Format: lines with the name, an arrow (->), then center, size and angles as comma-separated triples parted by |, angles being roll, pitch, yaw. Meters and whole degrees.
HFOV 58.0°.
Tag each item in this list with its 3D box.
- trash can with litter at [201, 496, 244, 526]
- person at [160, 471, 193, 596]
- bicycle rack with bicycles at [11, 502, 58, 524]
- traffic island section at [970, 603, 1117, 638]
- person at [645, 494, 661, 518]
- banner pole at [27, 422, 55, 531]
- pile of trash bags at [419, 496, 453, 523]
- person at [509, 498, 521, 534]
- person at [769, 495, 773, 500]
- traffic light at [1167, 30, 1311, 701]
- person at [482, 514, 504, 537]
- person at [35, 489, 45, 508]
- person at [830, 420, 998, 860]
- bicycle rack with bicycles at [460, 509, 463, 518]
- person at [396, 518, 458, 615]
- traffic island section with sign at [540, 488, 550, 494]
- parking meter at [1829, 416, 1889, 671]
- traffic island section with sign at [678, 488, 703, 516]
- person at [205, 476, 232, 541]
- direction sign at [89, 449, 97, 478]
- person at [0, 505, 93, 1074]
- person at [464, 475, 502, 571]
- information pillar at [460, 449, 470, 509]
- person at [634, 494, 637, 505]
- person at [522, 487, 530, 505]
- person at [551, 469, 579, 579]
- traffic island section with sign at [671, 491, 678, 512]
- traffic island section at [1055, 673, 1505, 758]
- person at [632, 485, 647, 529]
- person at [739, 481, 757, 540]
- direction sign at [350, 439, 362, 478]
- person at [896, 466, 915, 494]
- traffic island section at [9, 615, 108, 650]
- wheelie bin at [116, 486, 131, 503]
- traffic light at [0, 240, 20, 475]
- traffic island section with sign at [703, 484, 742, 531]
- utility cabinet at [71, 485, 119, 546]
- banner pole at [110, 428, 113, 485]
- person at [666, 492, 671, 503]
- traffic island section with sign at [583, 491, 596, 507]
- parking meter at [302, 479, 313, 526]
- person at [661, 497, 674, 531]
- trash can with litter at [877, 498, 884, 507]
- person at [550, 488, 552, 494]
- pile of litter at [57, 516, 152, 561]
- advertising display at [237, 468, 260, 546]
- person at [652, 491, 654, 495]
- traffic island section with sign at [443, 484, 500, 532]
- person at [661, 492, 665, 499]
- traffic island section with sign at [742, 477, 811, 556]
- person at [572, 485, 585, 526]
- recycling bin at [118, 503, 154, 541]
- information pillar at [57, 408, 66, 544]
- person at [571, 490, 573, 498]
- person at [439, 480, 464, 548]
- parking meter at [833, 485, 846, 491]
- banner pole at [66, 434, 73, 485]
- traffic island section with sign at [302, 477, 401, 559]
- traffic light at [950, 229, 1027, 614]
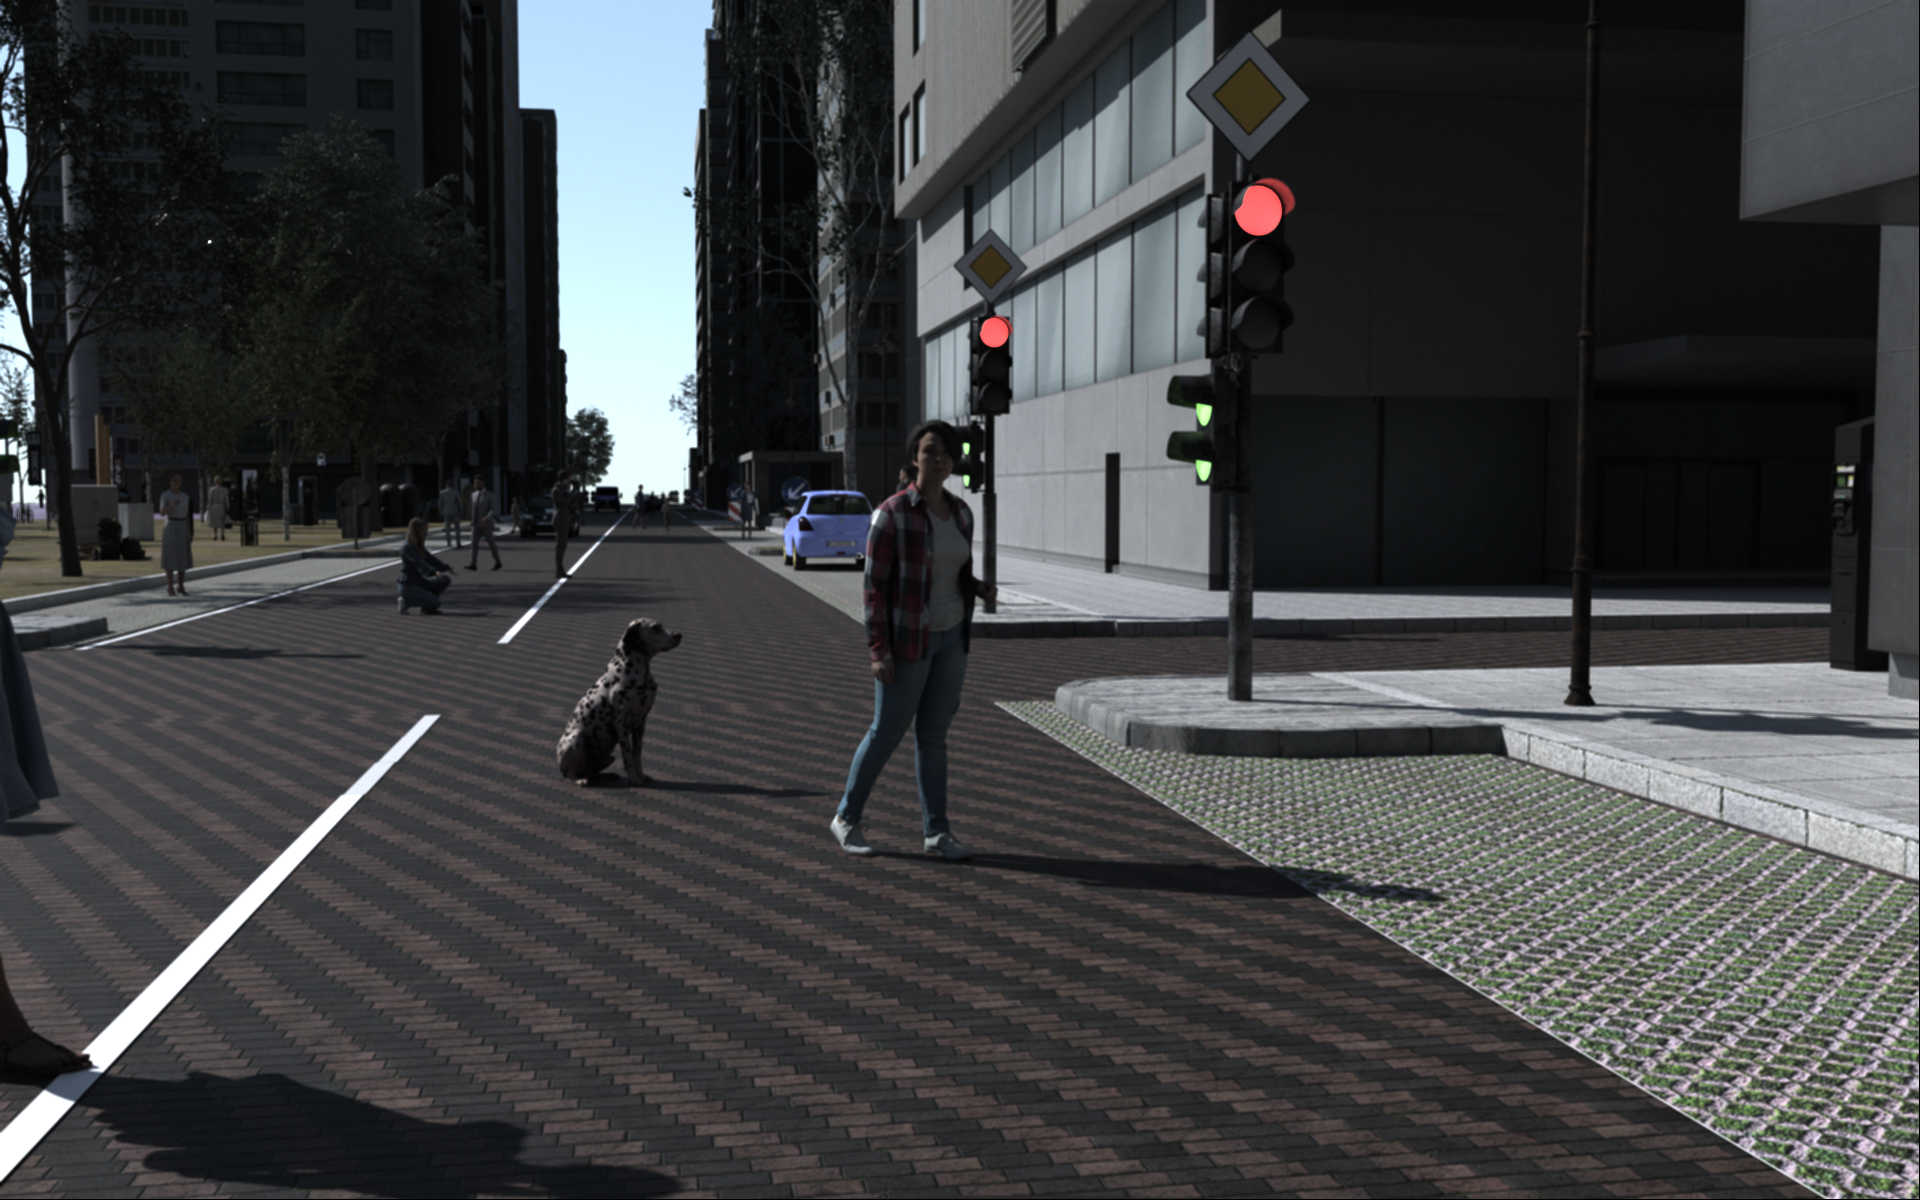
trash can with litter -> -30.063, -3.633, 70.458 | 1.678, 1.210, 2.233 | 2, 4, 26
person -> -10.875, -0.921, 24.121 | 0.524, 1.755, 0.480 | 2, 4, 28
bicycle rack with bicycles -> -40.669, -3.846, 76.263 | 2.852, 0.926, 2.925 | -2, 4, -24
traffic island section -> 0.339, 0.222, 18.654 | 2.009, 0.180, 2.903 | -1, 4, -10
person -> -18.692, -5.717, 105.228 | 1.065, 1.426, 0.557 | -2, 4, -28
banner pole -> -32.132, -4.310, 60.483 | 0.863, 3.779, 0.401 | 0, 4, -5
pile of trash bags -> -23.976, -4.110, 76.953 | 1.912, 1.369, 3.447 | 1, 4, 17
person -> -16.141, -3.068, 62.932 | 0.640, 1.303, 0.475 | 1, 4, 9
person -> -12.095, -6.140, 106.527 | 1.348, 1.812, 0.705 | 2, 4, 25
traffic light -> 1.725, -1.331, 10.676 | 0.839, 4.253, 0.868 | -1, 4, -10
person -> -15.617, -2.662, 57.522 | 1.012, 1.151, 0.738 | 0, 4, -3
person -> -85.606, -9.368, 161.293 | 0.705, 1.869, 1.348 | 0, 4, 8
person -> -0.173, 0.152, 6.850 | 0.563, 1.720, 0.643 | -3, 5, -44
bicycle rack with bicycles -> -27.194, -4.592, 88.467 | 2.925, 0.926, 2.852 | 0, 4, 8
person -> -6.351, -0.415, 20.779 | 0.738, 1.151, 1.012 | 0, 4, 6
traffic island section with sign -> -27.506, -6.509, 115.056 | 1.989, 1.847, 2.006 | -1, 4, -10
parking meter -> 6.580, -0.422, 12.616 | 0.399, 1.863, 0.255 | -1, 4, -14
traffic island section with sign -> -17.744, -6.583, 116.256 | 1.989, 1.847, 2.006 | -1, 4, -10
person -> -20.488, -2.531, 47.785 | 0.694, 1.780, 0.624 | -1, 4, -16
direction sign -> -43.237, -5.799, 86.811 | 0.379, 3.537, 0.876 | 2, 4, 23
person -> -2.552, 0.267, 4.230 | 0.778, 1.811, 0.616 | 0, 4, 3
person -> -8.926, -1.448, 32.444 | 0.678, 1.792, 0.850 | 2, 4, 27
information pillar -> -25.783, -6.052, 90.299 | 0.183, 3.616, 0.504 | 3, 5, 40
person -> -43.774, -13.596, 233.987 | 0.799, 1.438, 0.628 | 2, 4, 34
person -> -32.344, -7.529, 129.233 | 0.705, 1.812, 1.348 | 0, 4, 3
person -> -6.717, -1.296, 29.490 | 0.447, 1.846, 0.655 | -1, 4, -10
traffic island section with sign -> -22.633, -8.227, 143.135 | 1.989, 1.847, 2.006 | -1, 4, -10
traffic island section -> 1.767, 0.702, 10.797 | 2.009, 0.180, 2.903 | -1, 4, -10
person -> -13.181, -3.839, 71.286 | 0.654, 1.822, 0.581 | 2, 4, 28
person -> -6.585, -2.764, 53.713 | 0.581, 1.822, 0.654 | -1, 4, -15
direction sign -> -24.663, -4.859, 71.450 | 0.876, 3.537, 0.379 | -2, 4, -26
person -> -0.850, -1.039, 25.289 | 0.447, 1.846, 0.655 | 2, 4, 33
traffic island section -> -9.641, 0.332, 16.852 | 2.009, 0.180, 2.903 | -1, 4, -10
wheelie bin -> -33.734, -3.767, 69.499 | 0.980, 1.594, 0.693 | 1, 4, 19
traffic light -> -9.599, -1.701, 16.725 | 0.839, 4.253, 0.868 | -1, 4, -10
traffic island section with sign -> -8.902, -3.610, 67.651 | 1.989, 1.847, 2.006 | -1, 4, -10
utility cabinet -> -21.301, -2.067, 42.473 | 1.173, 1.500, 0.318 | -3, 4, -37
banner pole -> -32.143, -4.624, 65.621 | 0.401, 3.779, 0.863 | -2, 4, -30
person -> -40.194, -14.118, 240.150 | 1.217, 1.723, 0.721 | -1, 4, -13
traffic island section with sign -> -42.225, -11.461, 196.017 | 1.989, 1.847, 2.006 | -1, 4, -10
parking meter -> -26.145, -3.900, 69.478 | 0.399, 1.863, 0.255 | -1, 4, -22
person -> -11.342, -3.330, 67.223 | 0.475, 1.303, 0.640 | -1, 4, -21
trash can with litter -> -2.285, -2.883, 58.527 | 1.055, 1.170, 0.624 | 0, 4, 0
person -> -37.408, -9.316, 158.491 | 0.705, 1.807, 1.348 | 1, 4, 13
pile of litter -> -16.713, -1.214, 33.807 | 1.719, 0.858, 1.176 | -2, 4, -27
advertising display -> -17.630, -2.307, 42.930 | 0.123, 1.923, 0.974 | 0, 4, 1
person -> -34.205, -11.262, 193.359 | 0.721, 1.736, 1.217 | -2, 4, -27
traffic island section with sign -> -18.570, -3.503, 65.910 | 1.989, 1.847, 2.006 | -1, 4, -10
person -> -35.993, -12.259, 209.861 | 0.541, 1.710, 0.530 | 0, 4, 2
traffic island section with sign -> -4.020, -1.967, 40.792 | 1.989, 1.847, 2.006 | -1, 4, -10
person -> -17.269, -4.276, 78.372 | 0.622, 1.834, 0.822 | -1, 4, -19
recycling bin -> -22.601, -2.134, 47.447 | 0.722, 1.027, 0.722 | 3, 4, 36
information pillar -> -22.974, -3.237, 44.285 | 0.183, 3.616, 0.504 | -3, 5, -44
person -> -46.066, -12.154, 205.472 | 0.721, 1.736, 1.217 | 0, 4, -3
person -> -13.643, -2.315, 46.447 | 0.635, 1.810, 0.391 | -1, 4, -17
parking meter -> -3.485, -2.545, 50.026 | 0.372, 1.533, 0.369 | 0, 3, 0
banner pole -> -36.792, -4.985, 71.527 | 0.401, 3.779, 0.863 | -1, 4, -23
traffic island section with sign -> -13.741, -1.878, 39.341 | 1.989, 1.847, 2.006 | -1, 4, -10
traffic light -> 0.297, -1.811, 18.533 | 0.839, 4.253, 0.868 | -1, 4, -10
